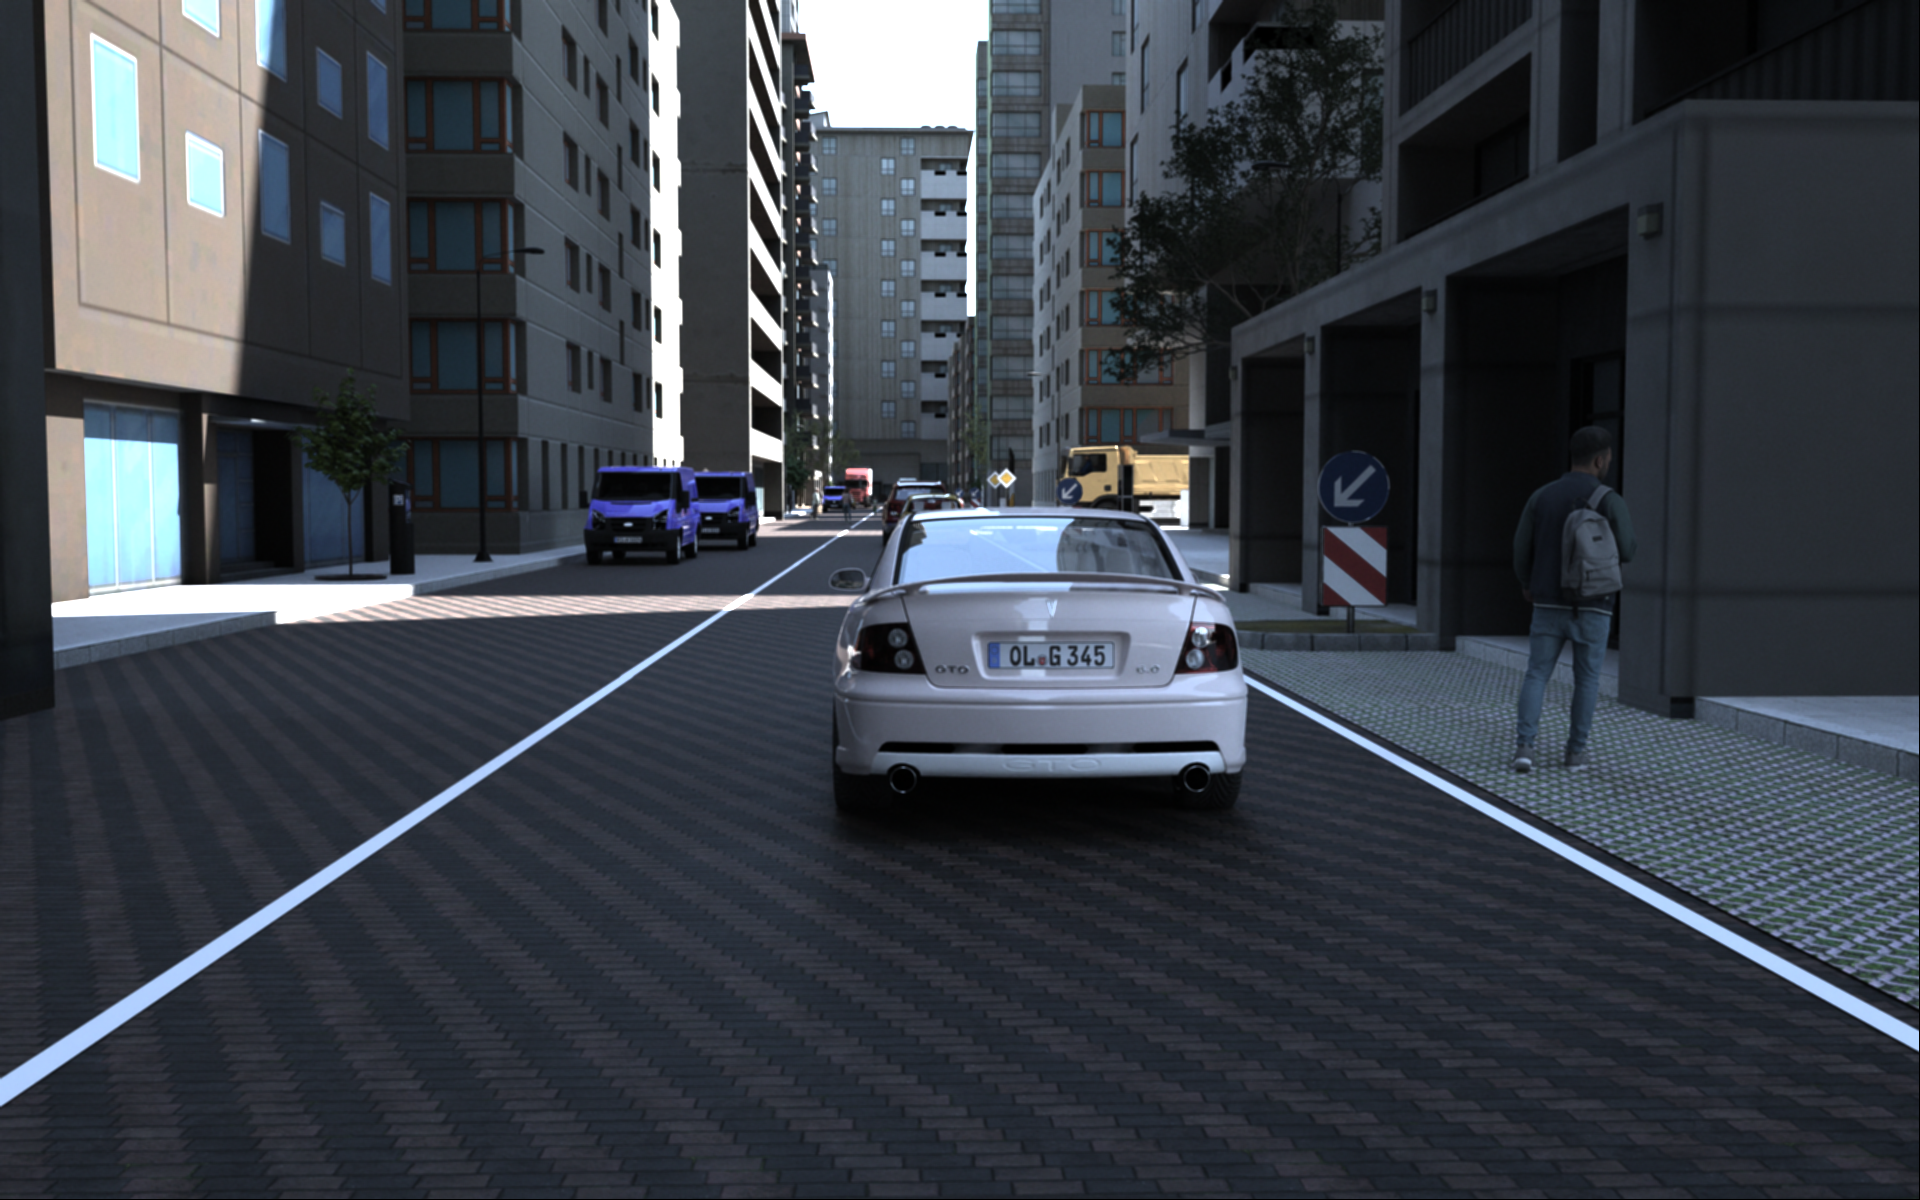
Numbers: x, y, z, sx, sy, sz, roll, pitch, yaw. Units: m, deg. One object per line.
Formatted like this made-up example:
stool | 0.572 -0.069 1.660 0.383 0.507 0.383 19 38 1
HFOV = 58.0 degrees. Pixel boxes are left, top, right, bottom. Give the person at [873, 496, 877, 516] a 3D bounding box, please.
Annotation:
person | -5.607 -6.223 114.502 0.306 1.304 0.590 1 4 11

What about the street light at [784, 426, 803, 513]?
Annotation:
street light | -11.327 -8.870 117.573 1.470 5.913 1.316 0 4 -2

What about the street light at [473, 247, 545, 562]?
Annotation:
street light | -8.510 -3.680 32.709 1.470 5.913 1.316 0 4 -2

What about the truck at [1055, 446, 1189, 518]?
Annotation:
truck | 7.958 -4.574 70.711 9.791 3.379 3.469 0 4 -3

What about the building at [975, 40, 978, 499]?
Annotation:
building | 8.307 -29.154 160.256 14.154 41.232 14.086 0 4 -2

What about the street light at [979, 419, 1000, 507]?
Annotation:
street light | 1.861 -8.241 107.279 1.470 5.913 1.316 0 4 -2

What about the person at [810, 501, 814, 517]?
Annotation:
person | -9.136 -5.799 108.336 0.505 1.210 0.382 -3 5 -42

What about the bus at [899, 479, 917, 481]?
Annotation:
bus | -6.227 -13.307 212.430 2.948 3.499 13.247 0 3 0

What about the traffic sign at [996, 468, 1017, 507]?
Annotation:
traffic sign | 1.779 -3.841 66.450 0.795 2.450 0.064 0 4 -2

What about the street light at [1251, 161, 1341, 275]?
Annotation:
street light | 4.757 -3.168 24.331 1.470 5.913 1.316 0 4 -2

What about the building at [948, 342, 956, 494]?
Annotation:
building | 12.684 -22.437 211.892 27.650 21.520 28.899 0 4 -2

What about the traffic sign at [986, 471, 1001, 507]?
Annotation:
traffic sign | 1.513 -4.330 74.431 0.795 2.450 0.064 0 4 -2

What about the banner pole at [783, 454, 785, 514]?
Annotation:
banner pole | -11.071 -7.253 108.600 0.401 3.779 0.863 0 4 3

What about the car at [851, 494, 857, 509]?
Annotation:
car | -10.830 -9.478 165.186 2.015 1.641 3.980 0 4 -2

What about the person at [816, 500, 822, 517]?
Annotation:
person | -9.017 -5.939 110.623 0.505 1.210 0.382 1 4 15

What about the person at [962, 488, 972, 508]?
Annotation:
person | 0.397 -5.060 91.777 0.519 1.759 0.362 1 4 18

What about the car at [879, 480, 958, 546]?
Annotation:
car | -1.177 -2.491 49.398 2.281 1.827 5.304 0 4 -2

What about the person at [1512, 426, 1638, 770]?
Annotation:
person | 3.158 -0.005 8.927 0.623 1.781 0.721 2 4 24

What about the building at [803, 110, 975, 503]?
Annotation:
building | -10.087 -40.199 246.498 27.495 52.752 28.713 0 4 -2

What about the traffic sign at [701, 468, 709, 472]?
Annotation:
traffic sign | -9.709 -3.819 66.088 0.795 2.450 0.064 0 4 -2

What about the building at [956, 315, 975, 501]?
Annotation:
building | 14.143 -20.641 182.516 27.650 21.520 28.899 0 4 -2

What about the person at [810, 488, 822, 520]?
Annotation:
person | -8.056 -5.380 96.941 0.515 1.767 0.782 -2 4 -29

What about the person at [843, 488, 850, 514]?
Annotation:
person | -8.208 -7.201 126.035 0.655 1.846 0.447 3 4 39

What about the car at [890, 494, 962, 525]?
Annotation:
car | -0.687 -1.957 42.227 2.015 1.641 3.980 0 4 -3

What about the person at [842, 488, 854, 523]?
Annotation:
person | -5.536 -4.661 85.299 0.593 1.750 0.643 0 4 1

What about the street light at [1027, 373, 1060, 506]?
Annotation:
street light | 3.253 -5.740 66.383 1.470 5.913 1.316 0 4 -2

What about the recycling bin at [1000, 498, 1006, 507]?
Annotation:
recycling bin | 2.760 -5.889 108.844 0.722 1.027 0.722 0 4 -7

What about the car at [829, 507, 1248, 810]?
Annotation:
car | 0.316 0.190 9.255 2.083 1.381 4.827 0 4 -1

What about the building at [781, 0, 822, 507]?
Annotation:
building | -25.482 -45.763 186.471 20.563 71.187 20.611 0 4 -2

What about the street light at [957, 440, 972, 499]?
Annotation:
street light | 0.408 -10.805 149.205 1.470 5.913 1.316 0 4 -2

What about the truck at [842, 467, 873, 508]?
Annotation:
truck | -10.540 -11.688 180.005 2.839 4.237 11.283 0 4 -1
